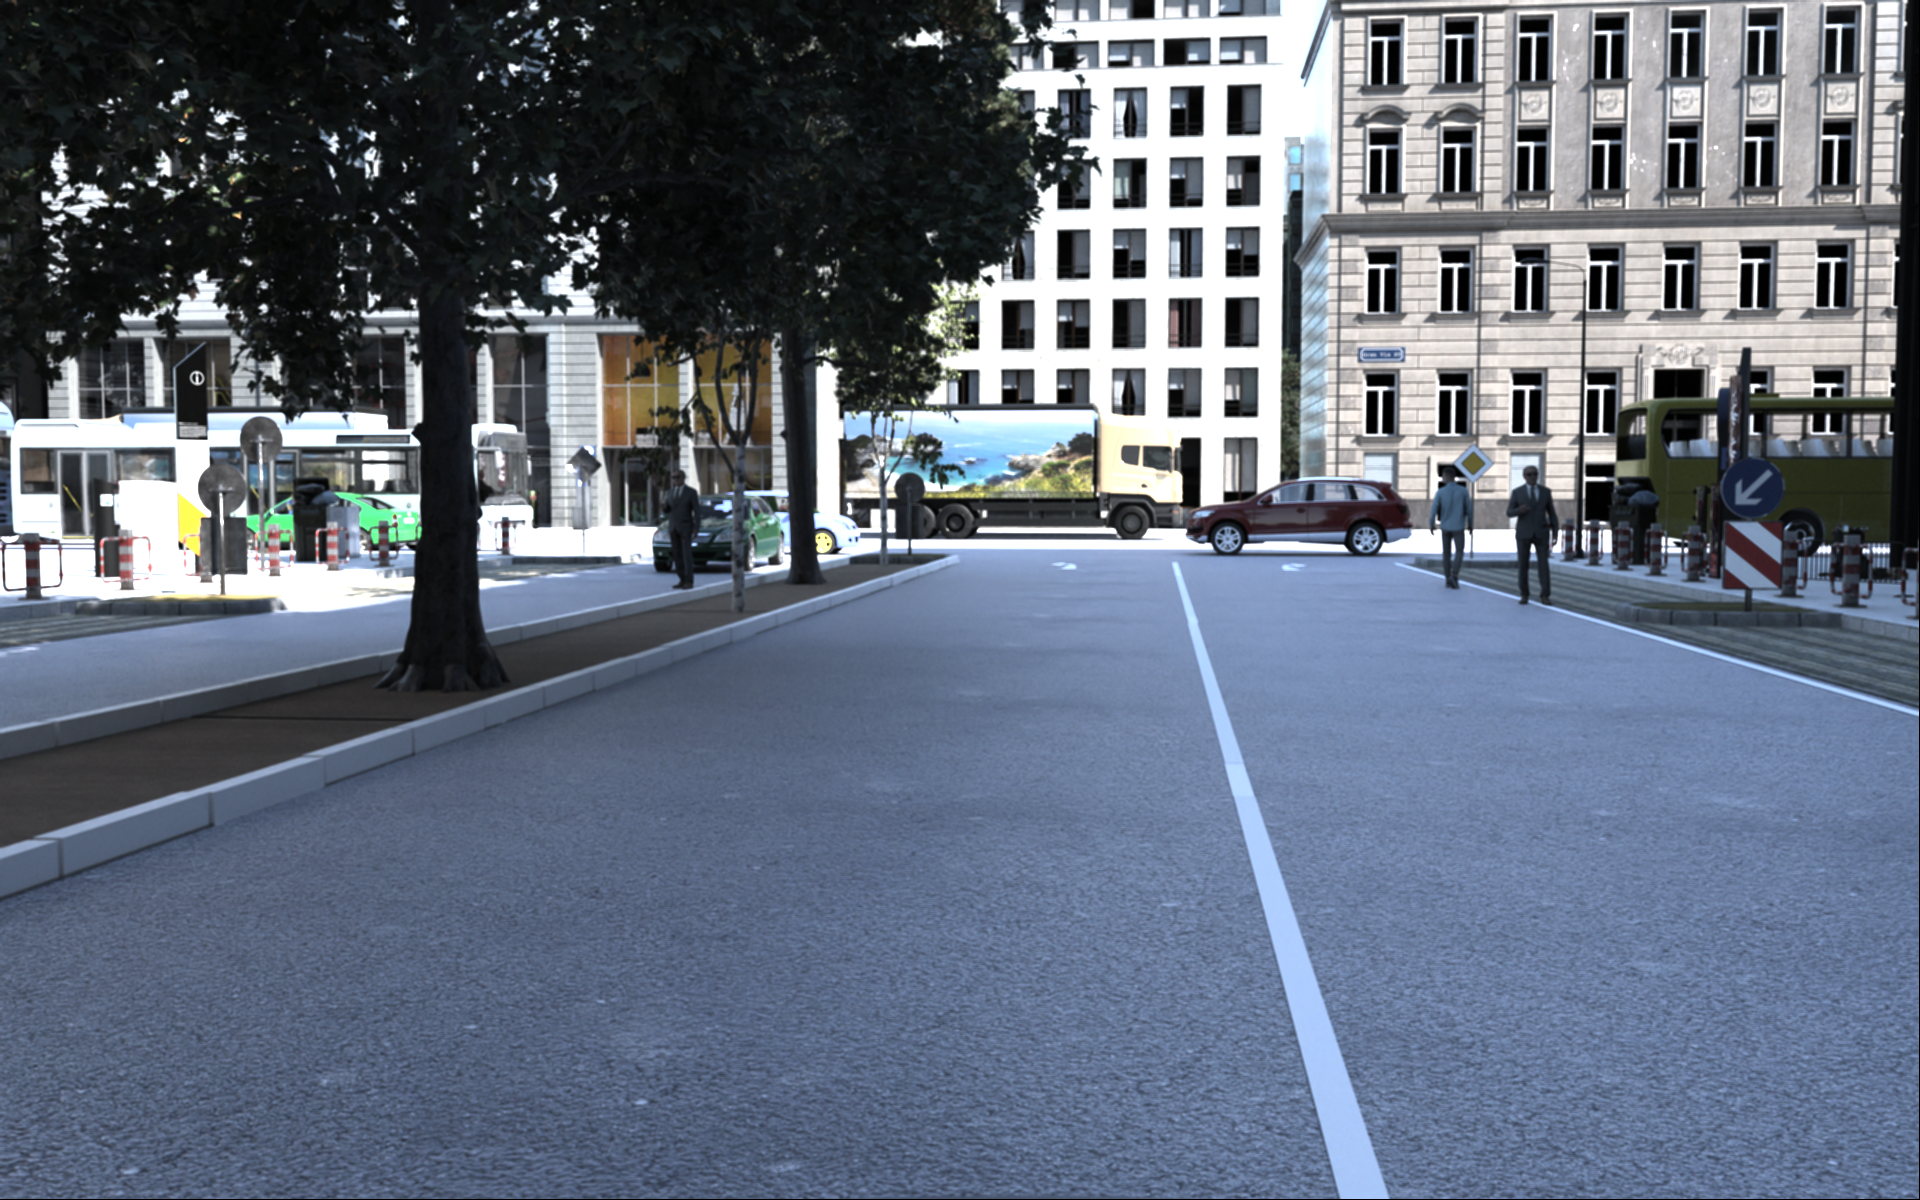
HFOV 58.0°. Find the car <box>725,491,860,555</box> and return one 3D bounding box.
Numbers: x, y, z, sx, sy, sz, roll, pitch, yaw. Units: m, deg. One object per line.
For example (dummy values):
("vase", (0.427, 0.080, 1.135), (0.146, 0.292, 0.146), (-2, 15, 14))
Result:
("car", (-4.245, -1.946, 41.406), (3.694, 1.707, 1.945), (0, 4, 5))

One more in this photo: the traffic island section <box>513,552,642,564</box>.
("traffic island section", (-7.960, -0.874, 36.571), (2.009, 0.180, 2.903), (0, 4, 6))

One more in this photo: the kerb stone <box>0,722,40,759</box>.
("kerb stone", (-5.207, 0.792, 9.249), (0.120, 0.150, 1.000), (0, 4, 6))

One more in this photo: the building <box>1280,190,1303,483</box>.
("building", (38.272, -24.125, 166.148), (14.160, 30.474, 14.107), (0, 4, 6))

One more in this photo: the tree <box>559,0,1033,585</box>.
("tree", (-2.647, -7.185, 27.354), (7.806, 13.903, 7.818), (0, 3, 0))

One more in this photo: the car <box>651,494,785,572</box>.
("car", (-4.603, -1.328, 33.513), (2.131, 1.459, 4.920), (0, 4, 5))

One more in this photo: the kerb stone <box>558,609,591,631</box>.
("kerb stone", (-4.173, 0.233, 18.438), (0.120, 0.150, 1.000), (0, 4, 6))

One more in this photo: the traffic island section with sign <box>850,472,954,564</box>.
("traffic island section with sign", (-1.137, -1.707, 36.046), (2.006, 1.907, 1.989), (0, 4, 6))

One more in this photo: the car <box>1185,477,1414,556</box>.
("car", (7.983, -1.972, 40.918), (5.304, 1.827, 2.281), (0, 4, 8))

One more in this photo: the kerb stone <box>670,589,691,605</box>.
("kerb stone", (-3.718, -0.020, 22.522), (0.120, 0.150, 1.000), (0, 4, 6))

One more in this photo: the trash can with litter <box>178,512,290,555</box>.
("trash can with litter", (-15.418, -1.572, 36.762), (2.233, 1.210, 1.678), (0, 4, 4))

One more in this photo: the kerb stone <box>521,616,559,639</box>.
("kerb stone", (-4.286, 0.298, 17.420), (0.120, 0.150, 1.000), (0, 4, 6))

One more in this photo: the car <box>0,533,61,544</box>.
("car", (-24.743, -2.468, 49.023), (5.304, 1.827, 2.281), (0, 4, 5))

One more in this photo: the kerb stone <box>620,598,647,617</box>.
("kerb stone", (-3.942, 0.107, 20.485), (0.120, 0.150, 1.000), (0, 4, 6))

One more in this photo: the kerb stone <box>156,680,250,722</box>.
("kerb stone", (-4.969, 0.667, 11.297), (0.120, 0.150, 1.000), (0, 4, 6))

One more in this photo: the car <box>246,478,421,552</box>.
("car", (-14.997, -1.934, 40.420), (4.718, 1.807, 1.959), (0, 4, 6))

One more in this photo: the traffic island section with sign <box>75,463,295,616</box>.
("traffic island section with sign", (-9.340, -0.771, 21.238), (1.989, 1.847, 2.006), (0, 4, 6))

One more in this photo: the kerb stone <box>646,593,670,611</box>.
("kerb stone", (-3.827, 0.042, 21.503), (0.120, 0.150, 1.000), (0, 4, 6))

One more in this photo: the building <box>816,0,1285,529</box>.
("building", (3.668, -13.008, 67.435), (16.860, 20.320, 10.420), (0, 4, 6))

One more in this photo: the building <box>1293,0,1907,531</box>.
("building", (25.693, -16.402, 65.434), (25.104, 27.353, 12.463), (0, 4, 6))

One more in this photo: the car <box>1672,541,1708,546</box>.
("car", (20.879, -2.078, 46.552), (3.894, 1.354, 1.945), (0, 4, 7))

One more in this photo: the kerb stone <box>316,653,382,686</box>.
("kerb stone", (-4.749, 0.542, 13.338), (0.120, 0.150, 1.000), (0, 4, 6))

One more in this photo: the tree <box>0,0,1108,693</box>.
("tree", (-3.799, -5.700, 12.655), (9.611, 12.733, 9.660), (0, 3, 0))

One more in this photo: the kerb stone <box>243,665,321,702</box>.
("kerb stone", (-4.862, 0.604, 12.317), (0.120, 0.150, 1.000), (0, 4, 6))

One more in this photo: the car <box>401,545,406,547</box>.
("car", (-16.519, -2.240, 46.208), (3.694, 1.707, 1.945), (0, 4, 6))

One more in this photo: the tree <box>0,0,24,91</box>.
("tree", (-5.049, -4.829, 3.466), (6.751, 12.117, 7.091), (0, 3, 0))

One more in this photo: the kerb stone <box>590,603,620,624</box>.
("kerb stone", (-4.062, 0.168, 19.467), (0.120, 0.150, 1.000), (0, 4, 6))

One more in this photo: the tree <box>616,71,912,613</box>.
("tree", (-2.659, -4.161, 20.853), (4.360, 8.622, 3.978), (0, 3, 0))

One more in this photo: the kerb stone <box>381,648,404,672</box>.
("kerb stone", (-4.630, 0.488, 14.361), (0.120, 0.150, 1.000), (0, 4, 6))

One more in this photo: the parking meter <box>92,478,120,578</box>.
("parking meter", (-13.097, -1.112, 26.592), (0.372, 1.533, 0.369), (0, 3, 0))

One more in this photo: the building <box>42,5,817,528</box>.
("building", (-20.154, -17.909, 70.310), (29.804, 29.767, 11.434), (0, 4, 6))

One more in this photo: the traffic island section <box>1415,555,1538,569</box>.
("traffic island section", (10.218, -0.750, 34.539), (2.009, 0.180, 2.903), (0, 4, 6))

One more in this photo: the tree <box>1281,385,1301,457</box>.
("tree", (21.873, -9.592, 107.186), (4.360, 8.622, 3.978), (0, 3, 0))

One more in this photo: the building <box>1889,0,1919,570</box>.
("building", (21.402, -11.696, 20.910), (12.332, 23.373, 15.834), (0, 4, 6))

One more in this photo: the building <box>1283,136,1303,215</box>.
("building", (31.348, -37.379, 230.758), (30.456, 49.044, 23.786), (0, 4, 6))

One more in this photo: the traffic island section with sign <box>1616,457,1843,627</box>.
("traffic island section with sign", (8.556, -0.667, 19.530), (1.989, 1.847, 2.006), (0, 4, 6))

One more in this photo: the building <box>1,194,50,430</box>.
("building", (-43.098, -14.885, 73.053), (15.834, 23.373, 12.332), (0, 4, 6))

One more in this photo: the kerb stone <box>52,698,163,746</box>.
("kerb stone", (-5.085, 0.729, 10.276), (0.120, 0.150, 1.000), (0, 4, 6))

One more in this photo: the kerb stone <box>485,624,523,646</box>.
("kerb stone", (-4.404, 0.354, 16.401), (0.120, 0.150, 1.000), (0, 4, 6))

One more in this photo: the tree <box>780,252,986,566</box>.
("tree", (-1.490, -4.952, 33.784), (4.737, 8.622, 4.395), (0, 3, 0))

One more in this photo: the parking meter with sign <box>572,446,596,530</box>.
("parking meter with sign", (-13.451, -4.009, 61.804), (0.543, 3.016, 1.738), (0, 4, 1))
